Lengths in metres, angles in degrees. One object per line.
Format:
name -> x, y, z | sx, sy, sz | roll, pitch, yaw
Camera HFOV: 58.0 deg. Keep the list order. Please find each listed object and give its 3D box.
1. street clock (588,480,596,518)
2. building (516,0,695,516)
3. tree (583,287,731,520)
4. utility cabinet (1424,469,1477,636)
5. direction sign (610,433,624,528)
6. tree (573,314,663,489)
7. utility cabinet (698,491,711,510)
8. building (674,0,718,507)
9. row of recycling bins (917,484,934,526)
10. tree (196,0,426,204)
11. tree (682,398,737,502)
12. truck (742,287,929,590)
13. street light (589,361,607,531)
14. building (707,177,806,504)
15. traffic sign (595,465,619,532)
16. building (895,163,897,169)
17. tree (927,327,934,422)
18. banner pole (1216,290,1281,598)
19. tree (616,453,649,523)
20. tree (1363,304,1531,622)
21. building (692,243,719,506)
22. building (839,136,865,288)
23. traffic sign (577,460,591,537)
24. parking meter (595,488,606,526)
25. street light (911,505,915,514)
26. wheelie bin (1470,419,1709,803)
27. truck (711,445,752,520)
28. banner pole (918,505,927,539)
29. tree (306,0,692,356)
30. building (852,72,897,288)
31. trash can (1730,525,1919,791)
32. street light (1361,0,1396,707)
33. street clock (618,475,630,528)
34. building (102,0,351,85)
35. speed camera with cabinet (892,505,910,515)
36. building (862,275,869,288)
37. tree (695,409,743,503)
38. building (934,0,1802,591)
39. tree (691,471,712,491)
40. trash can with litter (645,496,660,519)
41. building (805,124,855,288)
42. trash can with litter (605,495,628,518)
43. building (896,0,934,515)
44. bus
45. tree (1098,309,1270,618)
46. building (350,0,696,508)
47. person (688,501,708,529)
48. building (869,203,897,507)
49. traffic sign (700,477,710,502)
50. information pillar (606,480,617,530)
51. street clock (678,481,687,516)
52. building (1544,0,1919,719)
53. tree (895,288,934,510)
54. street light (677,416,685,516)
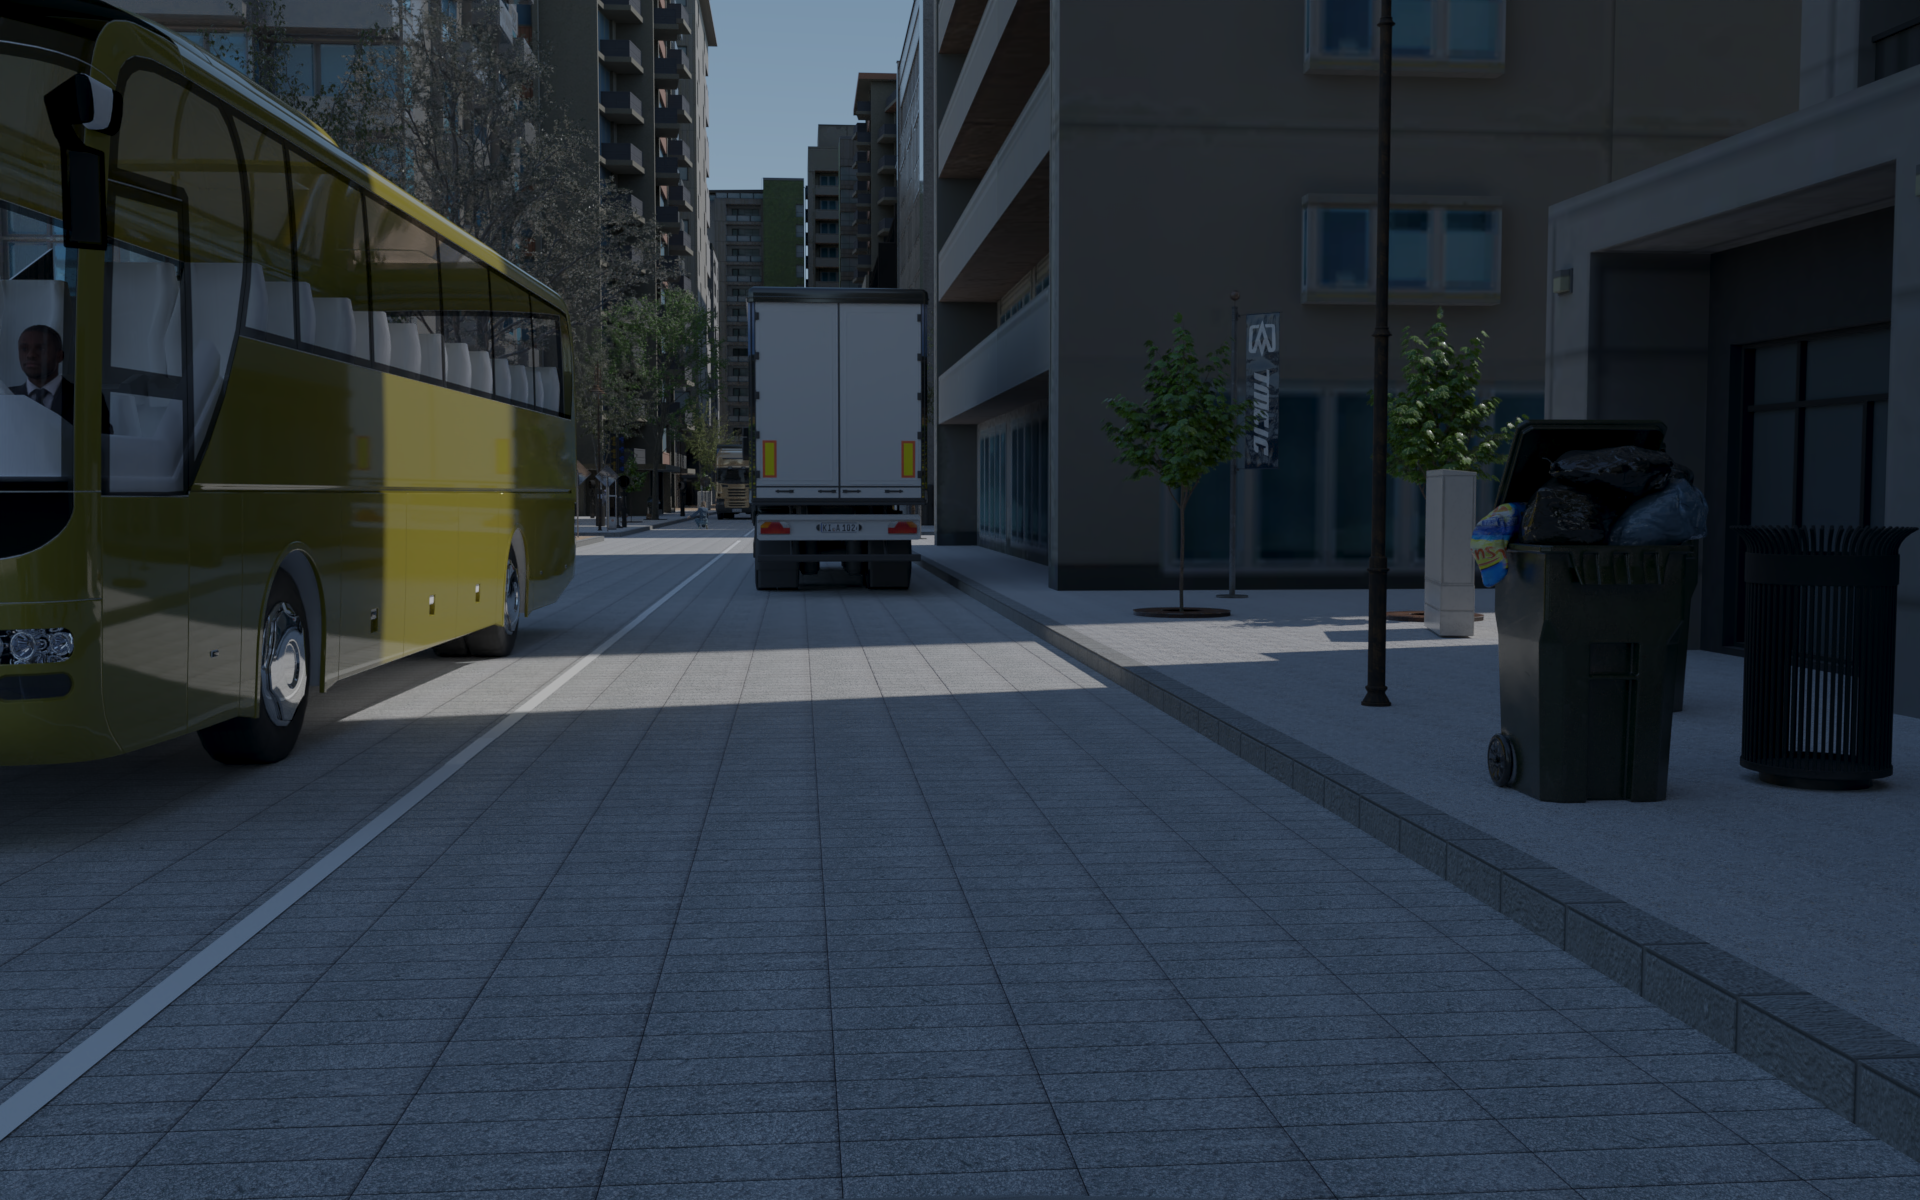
street clock -> -19.436, -5.318, 91.511 | 0.358, 2.002, 0.471 | -2, 4, -32
building -> -28.781, -27.917, 111.069 | 22.147, 44.769, 28.867 | 0, 4, -5
tree -> -14.928, -9.765, 85.412 | 9.928, 11.665, 9.643 | 0, 3, 0
utility cabinet -> 4.512, -0.443, 15.928 | 0.318, 1.500, 1.173 | 1, 4, 8
direction sign -> -12.830, -4.457, 64.874 | 0.379, 3.537, 0.876 | 1, 4, 23
tree -> -14.544, -7.352, 70.560 | 4.360, 8.622, 3.978 | 0, 3, 0
utility cabinet -> -19.819, -7.671, 134.100 | 1.173, 1.500, 0.318 | 3, 5, 39
building -> -39.492, -35.902, 176.230 | 28.713, 52.752, 27.495 | 0, 4, -5
row of recycling bins -> -1.267, -3.971, 72.037 | 1.069, 1.692, 3.534 | 0, 4, 0
tree -> -9.409, -4.564, 24.991 | 4.360, 8.622, 3.978 | 0, 3, 0
tree -> -19.251, -11.014, 130.441 | 4.737, 8.622, 4.395 | 0, 3, 0
truck -> -2.285, -2.460, 29.134 | 2.839, 4.237, 11.283 | 0, 4, -7
street light -> -12.594, -5.359, 60.399 | 0.468, 5.910, 1.993 | 0, 4, -5
building -> -27.126, -33.170, 225.916 | 14.086, 41.232, 14.154 | 0, 4, -5
traffic sign -> -12.057, -3.399, 59.210 | 0.795, 2.450, 0.064 | 0, 4, -5
building -> 3.501, -19.593, 107.729 | 14.401, 28.519, 23.554 | 0, 4, -5
tree -> -2.521, -7.251, 68.924 | 4.737, 8.622, 4.395 | 0, 3, 0
banner pole -> 3.553, -1.909, 21.224 | 0.863, 3.779, 0.401 | 3, 5, 40
tree -> -14.722, -5.099, 77.976 | 1.663, 3.219, 1.824 | 0, 3, 0
tree -> 4.980, -1.412, 17.694 | 1.663, 3.219, 1.824 | 0, 3, 0
building -> -34.923, -26.179, 199.734 | 14.107, 30.474, 14.160 | 0, 4, -5
building -> -7.032, -31.668, 201.372 | 14.154, 41.232, 14.086 | 0, 4, -5
traffic sign -> -11.316, -2.912, 51.259 | 0.795, 2.450, 0.064 | 0, 4, -5
parking meter -> -14.317, -3.701, 68.929 | 0.372, 1.533, 0.369 | 0, 3, 0
street light -> -1.386, -4.791, 51.120 | 0.468, 5.910, 1.993 | 0, 4, -5
wheelie bin -> 2.707, 0.032, 7.388 | 0.980, 1.594, 0.693 | 0, 4, -4
truck -> -12.730, -6.820, 100.416 | 2.839, 4.237, 11.283 | 0, 4, -5
banner pole -> -1.125, -3.602, 48.917 | 0.401, 3.779, 0.863 | 0, 4, -5
tree -> -11.683, -8.009, 41.312 | 12.009, 13.543, 11.850 | 0, 3, 0
building -> 0.091, -32.136, 180.055 | 22.147, 44.769, 28.867 | 0, 4, -5
trash can -> 3.805, 0.243, 7.677 | 0.748, 1.137, 0.748 | 0, 3, 0
street light -> 2.529, -2.297, 10.345 | 0.468, 5.910, 1.993 | 0, 4, -5
street clock -> -12.871, -3.779, 66.362 | 0.471, 2.002, 0.358 | 0, 4, -8
building -> -30.511, -27.732, 73.025 | 23.786, 49.044, 30.456 | 0, 4, -5
speed camera with cabinet -> -2.782, -5.359, 81.953 | 0.660, 3.252, 2.038 | -1, 4, -14
building -> 5.016, -18.788, 152.228 | 27.650, 21.520, 28.899 | 0, 4, -5
tree -> -20.984, -12.250, 150.644 | 4.360, 8.622, 3.978 | 0, 3, 0
building -> 10.925, -25.025, 32.861 | 21.300, 48.544, 21.600 | 0, 4, -5
tree -> -20.351, -8.771, 138.003 | 1.663, 3.219, 1.824 | 0, 3, 0
trash can with litter -> -15.530, -4.653, 87.461 | 0.624, 1.170, 1.055 | 0, 4, 1
building -> -9.686, -37.134, 230.840 | 21.600, 48.544, 21.300 | 0, 4, -5
trash can with litter -> -19.071, -5.123, 94.813 | 2.233, 1.210, 1.678 | 0, 4, -3
building -> 3.454, -16.386, 85.937 | 12.078, 24.808, 19.932 | 0, 4, -5
bus -> -4.983, -1.272, 12.346 | 2.896, 3.916, 12.252 | 0, 4, -3
tree -> 2.229, -1.452, 18.349 | 1.663, 3.219, 1.824 | 0, 3, 0
building -> -35.164, -32.261, 147.075 | 23.786, 49.044, 30.456 | 0, 4, -5
person -> -10.617, -3.459, 70.558 | 1.012, 1.151, 0.738 | -2, 4, -29
building -> -0.231, -18.240, 127.898 | 12.332, 23.373, 15.834 | 0, 4, -5
traffic sign -> -18.470, -7.669, 125.500 | 0.768, 2.556, 0.104 | 0, 4, 2
information pillar -> -12.535, -3.533, 62.258 | 0.304, 2.012, 0.304 | -2, 4, -26
street clock -> -15.888, -5.790, 99.240 | 0.471, 2.002, 0.358 | 2, 4, 28
building -> 16.114, -34.570, 3.475 | 20.563, 71.187, 20.611 | 0, 4, -5
tree -> -2.273, -6.868, 62.649 | 4.360, 8.622, 3.978 | 0, 3, 0
street light -> -16.298, -7.846, 101.068 | 0.468, 5.910, 1.993 | 0, 4, -5
